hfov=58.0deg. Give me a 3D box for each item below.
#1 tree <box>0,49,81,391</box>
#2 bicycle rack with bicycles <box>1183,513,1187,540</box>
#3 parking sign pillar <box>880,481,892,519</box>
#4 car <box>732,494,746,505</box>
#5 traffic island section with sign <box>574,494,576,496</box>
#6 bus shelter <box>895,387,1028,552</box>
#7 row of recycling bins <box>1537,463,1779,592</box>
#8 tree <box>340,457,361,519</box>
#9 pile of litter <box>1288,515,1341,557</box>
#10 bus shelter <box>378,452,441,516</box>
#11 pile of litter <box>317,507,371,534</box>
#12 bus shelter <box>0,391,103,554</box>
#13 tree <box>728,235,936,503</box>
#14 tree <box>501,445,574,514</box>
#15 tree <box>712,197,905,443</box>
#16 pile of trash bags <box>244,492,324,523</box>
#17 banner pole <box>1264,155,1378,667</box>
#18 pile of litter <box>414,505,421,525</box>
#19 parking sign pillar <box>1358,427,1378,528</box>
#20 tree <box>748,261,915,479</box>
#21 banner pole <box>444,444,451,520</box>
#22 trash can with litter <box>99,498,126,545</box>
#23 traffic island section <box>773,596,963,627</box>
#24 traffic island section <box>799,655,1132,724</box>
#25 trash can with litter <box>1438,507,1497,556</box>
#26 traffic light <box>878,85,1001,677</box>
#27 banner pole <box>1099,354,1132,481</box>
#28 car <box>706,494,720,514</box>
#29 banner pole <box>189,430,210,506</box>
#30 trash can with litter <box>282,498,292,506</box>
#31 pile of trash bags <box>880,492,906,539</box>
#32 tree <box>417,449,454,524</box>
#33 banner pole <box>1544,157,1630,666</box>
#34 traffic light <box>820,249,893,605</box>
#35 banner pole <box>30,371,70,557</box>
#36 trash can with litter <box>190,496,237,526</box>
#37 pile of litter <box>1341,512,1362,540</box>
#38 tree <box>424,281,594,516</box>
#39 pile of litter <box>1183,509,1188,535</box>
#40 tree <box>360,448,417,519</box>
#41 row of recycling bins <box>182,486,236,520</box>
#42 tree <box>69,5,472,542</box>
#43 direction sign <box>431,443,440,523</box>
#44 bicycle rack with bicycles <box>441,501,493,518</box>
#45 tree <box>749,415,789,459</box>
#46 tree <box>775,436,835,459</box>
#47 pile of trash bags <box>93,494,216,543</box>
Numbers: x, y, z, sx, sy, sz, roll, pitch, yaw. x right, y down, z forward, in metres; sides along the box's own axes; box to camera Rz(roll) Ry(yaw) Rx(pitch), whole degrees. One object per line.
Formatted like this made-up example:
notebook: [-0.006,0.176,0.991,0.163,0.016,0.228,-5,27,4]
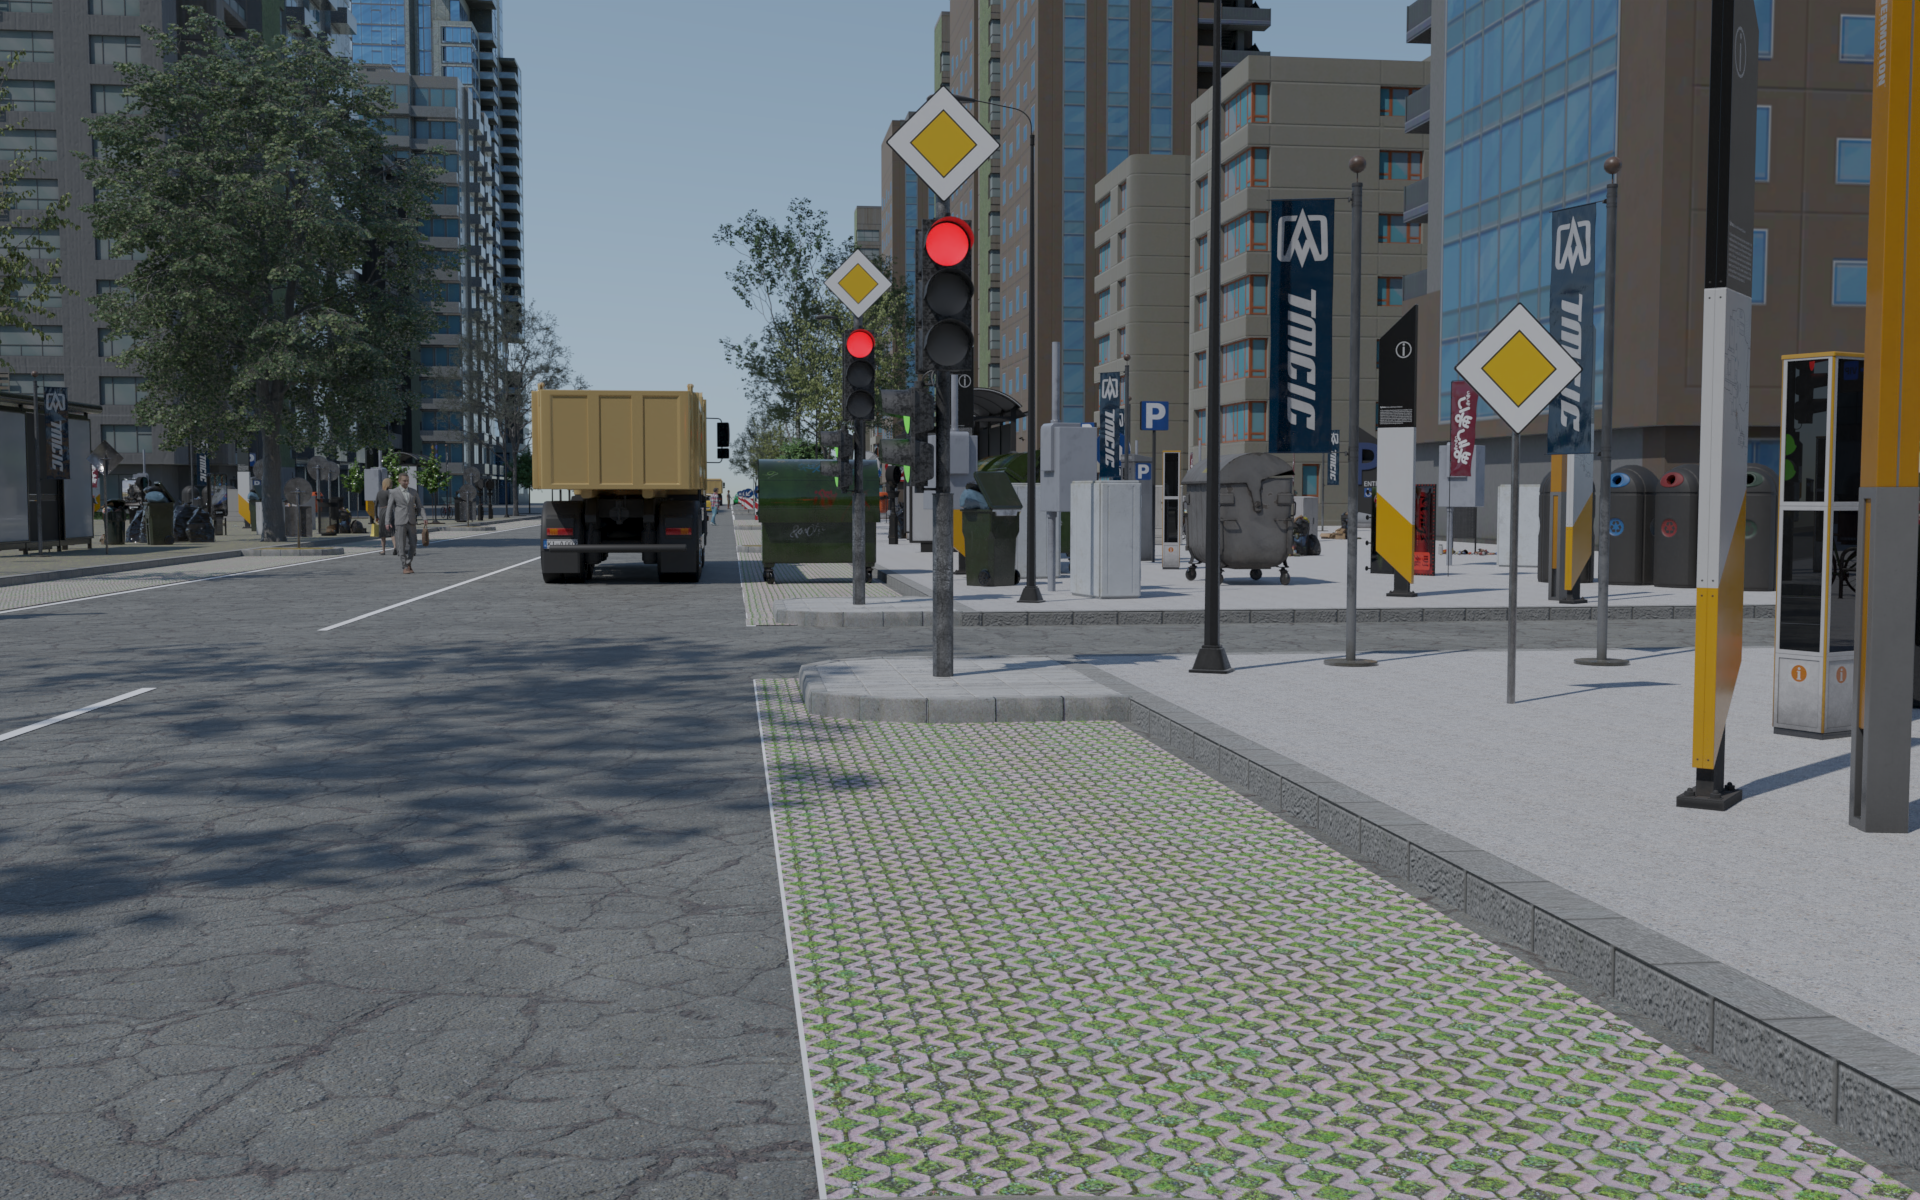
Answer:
tree: [-16.036,-4.684,26.947,4.737,8.622,4.395,0,3,0]
bicycle rack with bicycles: [5.760,-2.102,47.748,2.852,0.926,2.925,-1,4,-22]
parking sign pillar: [-3.505,-6.148,88.990,1.447,3.967,1.447,0,4,5]
car: [-27.194,-12.584,214.540,1.959,1.807,4.718,-1,4,-9]
traffic island section with sign: [-25.843,-6.673,117.737,1.989,1.847,2.006,0,4,-8]
bus shelter: [-0.005,-2.549,35.593,2.014,3.302,5.546,0,4,-8]
row of recycling bins: [9.711,-1.045,24.195,1.069,1.692,3.534,-3,5,-39]
tree: [-31.651,-5.871,90.593,1.663,3.219,1.824,0,3,0]
pile of litter: [6.821,-1.348,36.006,1.719,0.858,1.176,-2,4,-32]
bus shelter: [-27.300,-5.639,86.118,2.014,3.302,5.546,0,4,-7]
pile of litter: [-20.042,-2.583,56.202,1.719,0.858,1.176,-1,4,-13]
bus shelter: [-20.551,-3.576,36.098,2.179,5.291,8.768,0,4,-8]
tree: [-4.218,-7.887,63.371,8.767,10.594,7.601,1,4,14]
tree: [-28.175,-7.941,113.556,4.285,4.588,4.351,0,3,0]
tree: [-9.256,-15.466,108.755,12.611,20.169,13.585,0,3,0]
pile of trash bags: [-30.408,-4.189,78.246,1.912,1.369,3.447,3,5,42]
banner pole: [2.711,-1.403,12.951,0.863,3.779,0.401,1,4,9]
pile of litter: [-22.968,-3.543,71.886,1.176,0.858,1.719,-1,4,-13]
parking sign pillar: [15.473,-4.707,65.434,1.447,3.967,1.447,1,4,18]
tree: [-3.505,-6.328,53.829,4.737,8.622,4.395,0,3,0]
banner pole: [-25.767,-5.935,87.056,0.401,3.779,0.863,-1,4,-21]
trash can with litter: [-21.505,-1.981,43.780,0.624,1.170,1.055,-3,5,-45]
traffic island section: [-1.151,0.132,20.121,2.009,0.180,2.903,0,4,-8]
traffic island section: [-0.097,0.616,12.205,2.009,0.180,2.903,0,4,-8]
trash can with litter: [10.955,-1.553,36.453,2.233,1.210,1.678,3,4,36]
traffic light: [-0.138,-1.417,12.086,0.839,4.253,0.868,0,4,-8]
banner pole: [2.819,-2.518,31.184,0.863,3.779,0.401,3,5,45]
car: [-18.268,-6.999,124.652,2.015,1.641,3.980,0,4,-7]
banner pole: [-29.305,-4.689,66.690,0.863,3.779,0.401,-1,4,-20]
trash can with litter: [-24.394,-3.091,61.921,1.055,1.170,0.624,0,4,-8]
pile of trash bags: [-0.279,-2.476,50.241,3.447,1.369,1.912,-2,4,-31]
tree: [-22.456,-4.864,74.134,1.663,3.219,1.824,0,3,0]
banner pole: [4.753,-1.416,13.174,0.401,3.779,0.863,-2,4,-23]
traffic light: [-1.192,-1.901,20.001,0.839,4.253,0.868,0,4,-8]
banner pole: [-18.641,-2.780,35.464,0.401,3.779,0.863,3,5,41]
trash can with litter: [-29.843,-3.515,68.523,2.233,1.210,1.678,0,4,-1]
pile of litter: [10.847,-2.167,49.395,1.176,0.858,1.719,1,4,10]
tree: [-26.086,-11.645,100.767,12.009,13.543,11.850,0,3,0]
pile of litter: [7.226,-2.467,54.294,1.176,0.858,1.719,-1,4,-20]
tree: [-21.692,-4.348,65.694,1.663,3.219,1.824,0,3,0]
row of recycling bins: [-36.863,-4.848,86.371,3.534,1.692,1.069,-2,4,-27]
tree: [-18.466,-8.553,46.492,9.857,13.997,8.962,0,3,0]
direction sign: [-23.160,-5.163,76.414,0.379,3.537,0.876,-2,4,-35]
bicycle rack with bicycles: [-25.924,-4.778,91.505,2.852,0.926,2.925,-2,4,-32]
tree: [-16.919,-12.591,156.229,4.360,8.622,3.978,0,3,0]
tree: [-7.848,-6.420,88.682,4.285,4.588,4.351,0,3,0]
pile of trash bags: [-21.605,-2.206,45.814,3.447,1.369,1.912,-2,4,-29]
